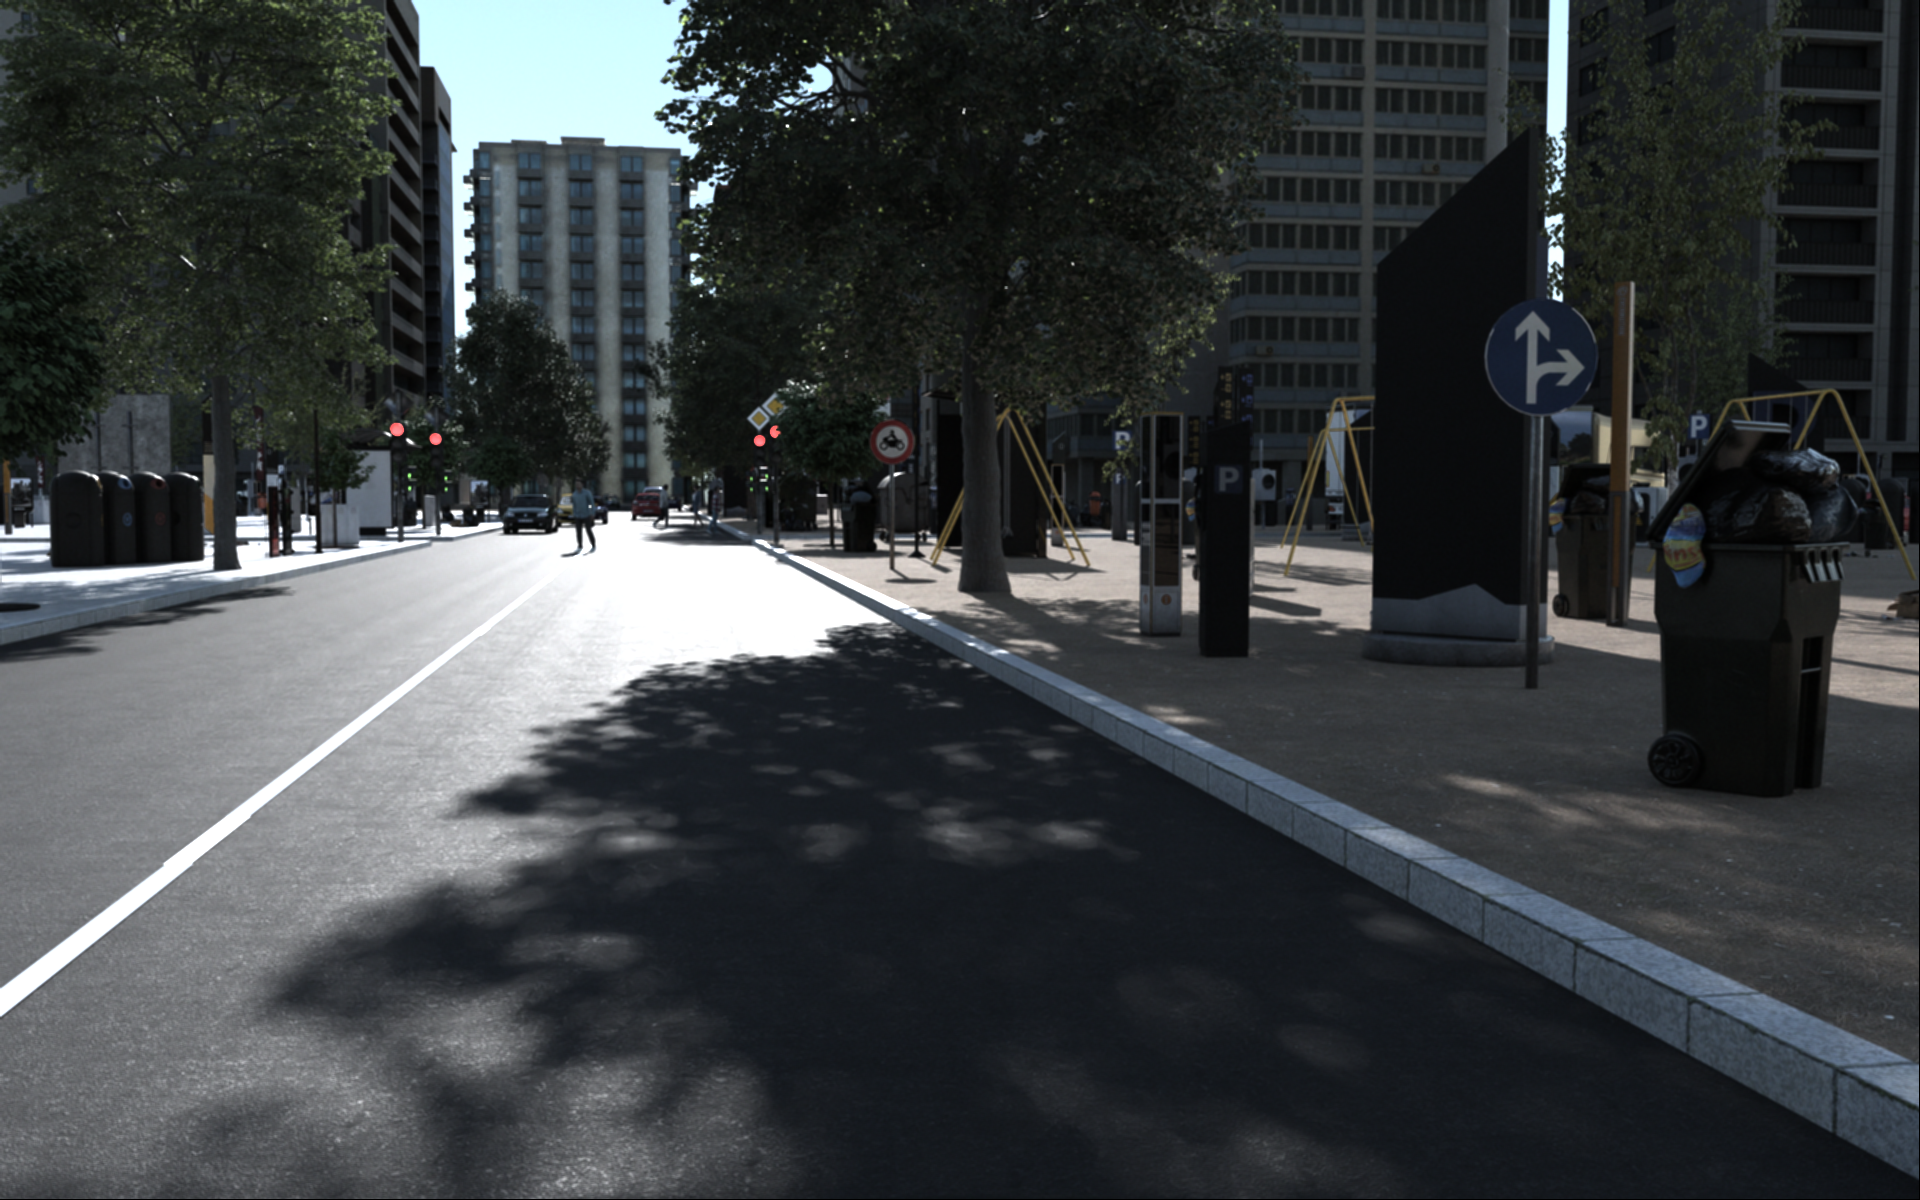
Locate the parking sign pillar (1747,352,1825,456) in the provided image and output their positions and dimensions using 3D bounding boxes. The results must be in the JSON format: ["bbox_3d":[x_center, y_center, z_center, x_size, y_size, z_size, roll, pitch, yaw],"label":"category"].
[{"bbox_3d":[15.572,-2.706,32.721,1.447,3.967,1.447,1,4,15],"label":"parking sign pillar"}]

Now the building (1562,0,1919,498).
[{"bbox_3d":[46.068,-39.795,88.898,20.611,71.187,20.563,-1,4,-10],"label":"building"}]

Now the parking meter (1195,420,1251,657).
[{"bbox_3d":[2.073,-0.487,13.675,0.399,1.863,0.255,0,4,-4],"label":"parking meter"}]

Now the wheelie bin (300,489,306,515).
[{"bbox_3d":[-41.222,-6.164,108.693,0.693,1.594,0.980,-1,4,-19],"label":"wheelie bin"}]

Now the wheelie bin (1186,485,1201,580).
[{"bbox_3d":[3.855,-1.084,25.638,0.980,1.594,0.693,0,4,-6],"label":"wheelie bin"}]

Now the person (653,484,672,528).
[{"bbox_3d":[-12.382,-3.900,72.116,0.795,1.843,0.661,-2,4,-29],"label":"person"}]

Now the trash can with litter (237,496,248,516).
[{"bbox_3d":[-42.026,-5.509,101.463,0.624,1.170,1.055,-1,4,-21],"label":"trash can with litter"}]

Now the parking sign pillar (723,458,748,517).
[{"bbox_3d":[-12.843,-6.764,99.062,1.447,3.967,1.447,1,4,10],"label":"parking sign pillar"}]

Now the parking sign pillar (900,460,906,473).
[{"bbox_3d":[-3.509,-7.704,114.435,1.447,3.967,1.447,-2,4,-29],"label":"parking sign pillar"}]

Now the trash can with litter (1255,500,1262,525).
[{"bbox_3d":[11.960,-3.631,70.749,0.624,1.170,1.055,3,4,38],"label":"trash can with litter"}]

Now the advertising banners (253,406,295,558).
[{"bbox_3d":[-13.968,-2.388,35.237,0.090,3.025,2.074,0,4,-2],"label":"advertising banners"}]

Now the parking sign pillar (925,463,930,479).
[{"bbox_3d":[-1.740,-7.791,115.855,1.447,3.967,1.447,3,4,38],"label":"parking sign pillar"}]

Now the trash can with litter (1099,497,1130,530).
[{"bbox_3d":[5.569,-3.108,62.204,1.055,1.170,0.624,0,4,-6],"label":"trash can with litter"}]

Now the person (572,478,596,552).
[{"bbox_3d":[-9.296,-2.104,42.913,0.660,1.820,0.620,1,4,16],"label":"person"}]

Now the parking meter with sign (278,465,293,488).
[{"bbox_3d":[-40.375,-6.594,104.070,0.543,3.016,1.738,0,4,3],"label":"parking meter with sign"}]

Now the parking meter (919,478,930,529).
[{"bbox_3d":[-1.320,-3.514,63.169,0.399,1.863,0.255,1,4,16],"label":"parking meter"}]

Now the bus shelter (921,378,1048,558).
[{"bbox_3d":[0.468,-2.835,37.627,1.731,3.624,6.357,-1,4,-10],"label":"bus shelter"}]

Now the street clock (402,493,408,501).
[{"bbox_3d":[-24.938,-4.490,77.976,0.471,2.002,0.358,2,4,34],"label":"street clock"}]

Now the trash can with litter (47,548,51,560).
[{"bbox_3d":[-17.454,-1.368,33.754,1.055,1.170,0.624,2,4,33],"label":"trash can with litter"}]

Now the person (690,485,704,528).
[{"bbox_3d":[-11.110,-3.960,73.273,0.654,1.822,0.581,-2,4,-26],"label":"person"}]

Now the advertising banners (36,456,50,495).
[{"bbox_3d":[-41.840,-5.121,79.909,0.090,3.025,2.074,1,4,14],"label":"advertising banners"}]

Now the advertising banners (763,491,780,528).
[{"bbox_3d":[-6.572,-4.278,66.127,2.074,3.025,0.090,-2,4,-31],"label":"advertising banners"}]

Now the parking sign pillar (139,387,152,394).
[{"bbox_3d":[-20.886,-3.353,43.298,1.447,3.967,1.447,3,4,36],"label":"parking sign pillar"}]

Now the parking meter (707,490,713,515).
[{"bbox_3d":[-15.528,-6.078,107.782,0.372,1.533,0.369,0,3,0],"label":"parking meter"}]

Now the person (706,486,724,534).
[{"bbox_3d":[-8.837,-3.245,62.399,0.643,1.720,0.563,-1,4,-10],"label":"person"}]

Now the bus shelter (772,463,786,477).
[{"bbox_3d":[-11.005,-8.001,108.449,2.179,5.291,8.768,-1,4,-10],"label":"bus shelter"}]

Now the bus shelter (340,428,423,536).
[{"bbox_3d":[-18.683,-3.781,55.741,2.014,3.302,5.546,-1,4,-10],"label":"bus shelter"}]

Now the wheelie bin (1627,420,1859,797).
[{"bbox_3d":[3.485,0.018,7.610,0.980,1.594,0.693,-3,5,-42],"label":"wheelie bin"}]

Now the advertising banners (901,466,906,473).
[{"bbox_3d":[-3.082,-6.974,110.217,0.090,3.025,2.074,3,4,36],"label":"advertising banners"}]

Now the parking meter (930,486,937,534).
[{"bbox_3d":[-0.780,-2.884,55.565,0.372,1.533,0.369,0,3,0],"label":"parking meter"}]

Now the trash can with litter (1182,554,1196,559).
[{"bbox_3d":[4.884,-1.432,34.467,2.233,1.210,1.678,-1,4,-12],"label":"trash can with litter"}]

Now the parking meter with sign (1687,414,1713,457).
[{"bbox_3d":[16.803,-2.565,38.196,1.738,3.016,0.543,-2,4,-32],"label":"parking meter with sign"}]

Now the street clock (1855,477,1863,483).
[{"bbox_3d":[37.669,-4.175,72.835,0.471,2.002,0.358,0,4,-6],"label":"street clock"}]

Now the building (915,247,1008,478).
[{"bbox_3d":[12.622,-16.854,120.598,27.650,21.520,28.899,-1,4,-10],"label":"building"}]

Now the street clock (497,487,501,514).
[{"bbox_3d":[-27.915,-6.161,105.296,0.358,2.002,0.471,2,4,31],"label":"street clock"}]

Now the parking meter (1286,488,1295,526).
[{"bbox_3d":[13.497,-3.812,70.741,0.372,1.533,0.369,0,3,0],"label":"parking meter"}]

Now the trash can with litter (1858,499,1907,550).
[{"bbox_3d":[21.419,-1.765,40.240,1.055,1.170,0.624,-1,4,-20],"label":"trash can with litter"}]

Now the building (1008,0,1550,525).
[{"bbox_3d":[15.725,-24.196,87.482,23.993,40.220,32.217,-1,4,-10],"label":"building"}]

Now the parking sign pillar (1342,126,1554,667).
[{"bbox_3d":[3.880,-1.525,13.413,1.447,3.967,1.447,-3,5,-43],"label":"parking sign pillar"}]

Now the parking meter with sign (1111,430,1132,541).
[{"bbox_3d":[4.466,-3.184,48.321,0.543,3.016,1.738,0,4,2],"label":"parking meter with sign"}]

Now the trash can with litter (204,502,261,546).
[{"bbox_3d":[-18.289,-1.954,43.013,1.678,1.210,2.233,-1,4,-13],"label":"trash can with litter"}]

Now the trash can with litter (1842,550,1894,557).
[{"bbox_3d":[17.928,-1.500,35.582,2.233,1.210,1.678,2,4,34],"label":"trash can with litter"}]

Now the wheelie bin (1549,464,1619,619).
[{"bbox_3d":[6.619,-0.614,17.952,0.980,1.594,0.693,0,4,-8],"label":"wheelie bin"}]

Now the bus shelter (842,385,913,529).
[{"bbox_3d":[-3.175,-5.144,61.739,2.179,5.291,8.768,-1,4,-10],"label":"bus shelter"}]

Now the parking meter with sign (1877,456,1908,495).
[{"bbox_3d":[42.663,-5.042,78.697,1.738,3.016,0.543,1,4,17],"label":"parking meter with sign"}]

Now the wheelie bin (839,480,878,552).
[{"bbox_3d":[-2.243,-1.860,38.320,0.693,1.594,0.980,-3,4,-38],"label":"wheelie bin"}]
